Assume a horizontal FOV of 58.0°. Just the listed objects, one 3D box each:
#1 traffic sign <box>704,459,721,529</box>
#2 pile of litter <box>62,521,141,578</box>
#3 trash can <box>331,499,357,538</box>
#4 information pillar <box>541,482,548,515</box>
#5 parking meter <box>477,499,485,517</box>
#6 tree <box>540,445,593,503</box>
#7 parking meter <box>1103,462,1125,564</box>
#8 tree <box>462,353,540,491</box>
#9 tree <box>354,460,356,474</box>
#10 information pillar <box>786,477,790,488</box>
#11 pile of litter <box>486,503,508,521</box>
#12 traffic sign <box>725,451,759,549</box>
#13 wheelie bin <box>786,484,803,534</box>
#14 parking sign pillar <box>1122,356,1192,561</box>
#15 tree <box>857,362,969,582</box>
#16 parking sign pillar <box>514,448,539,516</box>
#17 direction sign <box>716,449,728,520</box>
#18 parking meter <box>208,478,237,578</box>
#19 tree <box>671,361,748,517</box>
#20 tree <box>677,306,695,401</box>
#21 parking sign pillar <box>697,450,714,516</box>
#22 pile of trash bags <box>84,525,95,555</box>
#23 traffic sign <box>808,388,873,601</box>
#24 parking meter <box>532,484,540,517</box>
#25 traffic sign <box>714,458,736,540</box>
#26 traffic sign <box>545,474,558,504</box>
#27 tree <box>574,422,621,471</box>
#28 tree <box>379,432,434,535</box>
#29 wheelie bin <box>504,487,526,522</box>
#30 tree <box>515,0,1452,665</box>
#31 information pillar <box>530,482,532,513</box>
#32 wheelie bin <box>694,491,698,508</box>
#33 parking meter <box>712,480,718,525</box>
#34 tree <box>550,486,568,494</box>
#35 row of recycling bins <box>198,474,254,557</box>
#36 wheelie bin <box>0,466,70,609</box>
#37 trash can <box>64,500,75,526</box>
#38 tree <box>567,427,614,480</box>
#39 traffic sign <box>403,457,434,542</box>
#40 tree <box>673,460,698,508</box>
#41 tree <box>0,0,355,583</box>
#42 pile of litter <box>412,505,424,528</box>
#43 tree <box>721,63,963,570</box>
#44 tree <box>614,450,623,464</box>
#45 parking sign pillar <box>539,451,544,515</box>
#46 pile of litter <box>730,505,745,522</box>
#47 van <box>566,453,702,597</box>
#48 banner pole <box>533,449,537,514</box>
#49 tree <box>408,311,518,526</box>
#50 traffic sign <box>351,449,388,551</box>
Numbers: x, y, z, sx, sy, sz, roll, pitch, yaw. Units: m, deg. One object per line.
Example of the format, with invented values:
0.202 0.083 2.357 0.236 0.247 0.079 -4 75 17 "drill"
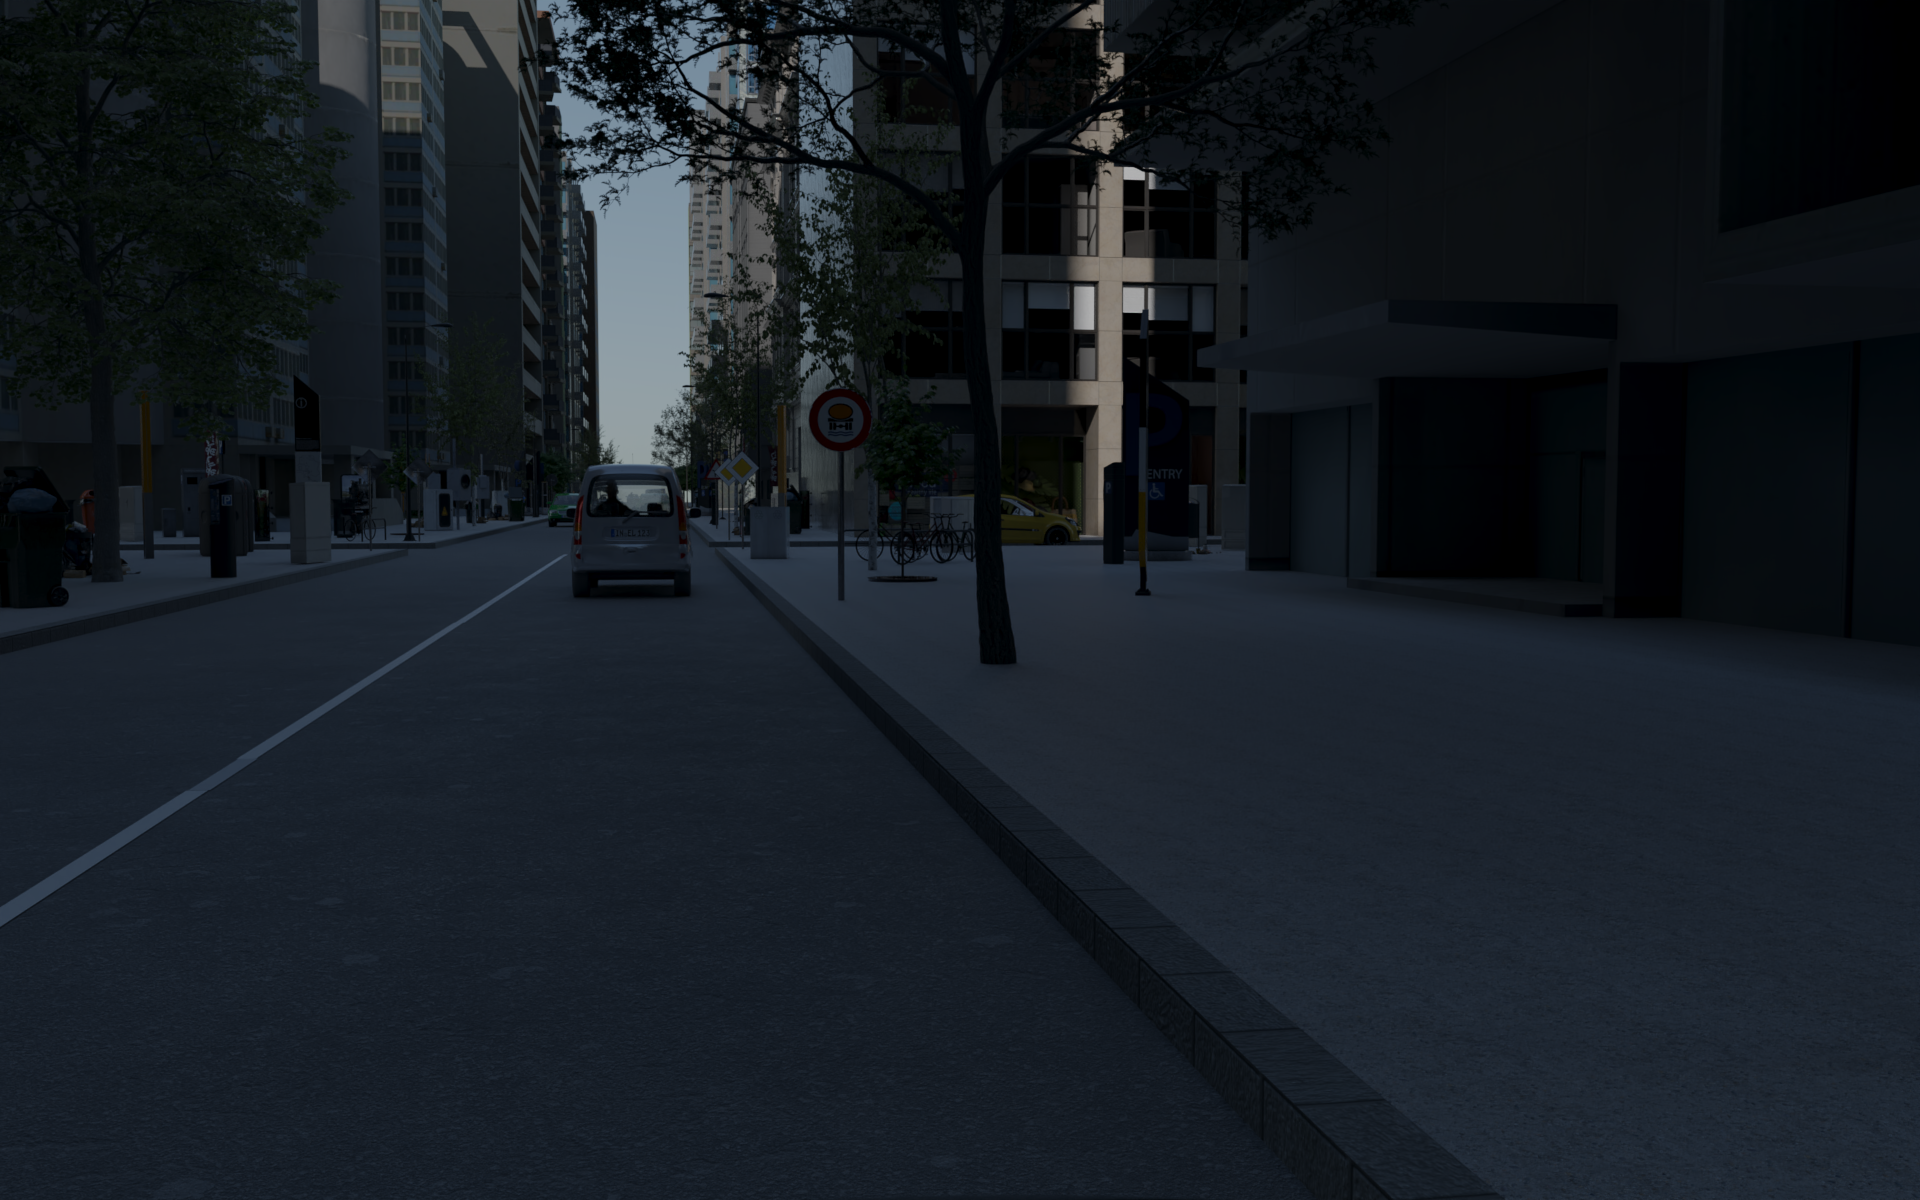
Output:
-8.927 -3.883 63.491 0.884 2.594 0.081 -1 4 -9 "traffic sign"
-13.570 -0.803 27.093 1.176 0.858 1.719 2 4 29 "pile of litter"
-18.058 -2.395 50.806 0.748 1.137 0.748 0 3 0 "trash can"
-25.148 -6.137 104.836 0.304 2.012 0.304 -2 4 -27 "information pillar"
-25.095 -5.036 90.745 0.372 1.533 0.369 0 3 0 "parking meter"
-27.425 -8.103 116.198 4.285 4.588 4.351 0 3 0 "tree"
2.815 -1.592 31.739 0.255 1.863 0.399 -2 4 -27 "parking meter"
-23.696 -8.525 89.744 4.360 8.622 3.978 0 3 0 "tree"
-30.010 -5.609 86.315 1.663 3.219 1.824 0 3 0 "tree"
-7.640 -4.344 75.524 0.304 2.012 0.304 3 4 37 "information pillar"
-22.262 -4.287 84.050 1.719 0.858 1.176 -2 4 -29 "pile of litter"
-5.054 -2.238 40.237 0.795 2.450 0.064 -1 4 -10 "traffic sign"
-5.403 -2.913 55.543 0.693 1.594 0.980 -1 4 -11 "wheelie bin"
3.797 -2.761 33.609 1.447 3.967 1.447 0 4 6 "parking sign pillar"
-0.844 -1.883 25.395 1.663 3.219 1.824 0 3 0 "tree"
-25.318 -6.808 99.786 1.447 3.967 1.447 0 4 -3 "parking sign pillar"
-11.975 -5.826 87.247 0.876 3.537 0.379 3 4 38 "direction sign"
-11.321 -1.112 26.588 0.372 1.533 0.369 0 3 0 "parking meter"
-13.599 -8.854 95.126 4.360 8.622 3.978 0 3 0 "tree"
-7.445 -6.660 59.246 4.737 8.622 4.395 0 3 0 "tree"
-14.826 -6.891 101.145 1.447 3.967 1.447 -3 4 -38 "parking sign pillar"
-19.254 -1.575 35.507 3.447 1.369 1.912 -3 5 -40 "pile of trash bags"
-1.432 -1.268 20.830 0.768 2.556 0.104 0 4 -2 "traffic sign"
-24.085 -5.668 98.382 0.399 1.863 0.255 -1 4 -19 "parking meter"
-6.420 -2.719 48.105 0.795 2.450 0.064 -1 4 -10 "traffic sign"
-26.148 -6.775 110.870 0.768 2.556 0.104 0 4 -1 "traffic sign"
-37.782 -13.979 178.919 4.737 8.622 4.395 0 3 0 "tree"
-17.492 -3.649 54.267 1.663 3.219 1.824 0 3 0 "tree"
-21.151 -4.573 82.675 0.980 1.594 0.693 3 4 39 "wheelie bin"
-0.049 -4.800 12.897 7.601 10.594 8.767 0 4 6 "tree"
-25.288 -5.998 102.566 0.304 2.012 0.304 -2 4 -25 "information pillar"
-15.455 -5.820 103.058 0.693 1.594 0.980 -1 4 -13 "wheelie bin"
-10.112 -4.023 71.492 0.255 1.863 0.399 0 4 -6 "parking meter"
-31.513 -8.621 135.554 1.663 3.219 1.824 0 3 0 "tree"
-15.686 -1.827 36.991 1.069 1.692 3.534 -1 4 -19 "row of recycling bins"
-10.568 -0.716 19.617 0.980 1.594 0.693 2 4 26 "wheelie bin"
-23.461 -2.052 45.197 0.748 1.137 0.748 0 3 0 "trash can"
-41.057 -14.683 190.430 4.360 8.622 3.978 0 3 0 "tree"
-14.596 -2.634 46.712 0.795 2.450 0.064 -1 4 -10 "traffic sign"
-27.630 -11.573 172.933 4.285 4.588 4.351 0 3 0 "tree"
-12.901 -6.545 25.139 7.486 12.596 7.792 0 3 0 "tree"
-20.550 -3.202 66.326 1.176 0.858 1.719 0 4 3 "pile of litter"
-1.685 -4.799 28.828 4.737 8.622 4.395 0 3 0 "tree"
-55.638 -19.947 276.494 4.360 8.622 3.978 0 3 0 "tree"
-26.486 -7.309 107.966 1.447 3.967 1.447 3 4 39 "parking sign pillar"
-9.890 -4.037 79.975 1.719 0.858 1.176 3 5 44 "pile of litter"
-4.813 -1.133 25.537 2.013 2.044 4.112 -1 4 -9 "van"
-23.581 -6.490 96.124 0.401 3.779 0.863 0 4 0 "banner pole"
-19.579 -7.238 68.710 4.737 8.622 4.395 0 3 0 "tree"
-13.230 -2.153 38.844 0.795 2.450 0.064 -1 4 -10 "traffic sign"
